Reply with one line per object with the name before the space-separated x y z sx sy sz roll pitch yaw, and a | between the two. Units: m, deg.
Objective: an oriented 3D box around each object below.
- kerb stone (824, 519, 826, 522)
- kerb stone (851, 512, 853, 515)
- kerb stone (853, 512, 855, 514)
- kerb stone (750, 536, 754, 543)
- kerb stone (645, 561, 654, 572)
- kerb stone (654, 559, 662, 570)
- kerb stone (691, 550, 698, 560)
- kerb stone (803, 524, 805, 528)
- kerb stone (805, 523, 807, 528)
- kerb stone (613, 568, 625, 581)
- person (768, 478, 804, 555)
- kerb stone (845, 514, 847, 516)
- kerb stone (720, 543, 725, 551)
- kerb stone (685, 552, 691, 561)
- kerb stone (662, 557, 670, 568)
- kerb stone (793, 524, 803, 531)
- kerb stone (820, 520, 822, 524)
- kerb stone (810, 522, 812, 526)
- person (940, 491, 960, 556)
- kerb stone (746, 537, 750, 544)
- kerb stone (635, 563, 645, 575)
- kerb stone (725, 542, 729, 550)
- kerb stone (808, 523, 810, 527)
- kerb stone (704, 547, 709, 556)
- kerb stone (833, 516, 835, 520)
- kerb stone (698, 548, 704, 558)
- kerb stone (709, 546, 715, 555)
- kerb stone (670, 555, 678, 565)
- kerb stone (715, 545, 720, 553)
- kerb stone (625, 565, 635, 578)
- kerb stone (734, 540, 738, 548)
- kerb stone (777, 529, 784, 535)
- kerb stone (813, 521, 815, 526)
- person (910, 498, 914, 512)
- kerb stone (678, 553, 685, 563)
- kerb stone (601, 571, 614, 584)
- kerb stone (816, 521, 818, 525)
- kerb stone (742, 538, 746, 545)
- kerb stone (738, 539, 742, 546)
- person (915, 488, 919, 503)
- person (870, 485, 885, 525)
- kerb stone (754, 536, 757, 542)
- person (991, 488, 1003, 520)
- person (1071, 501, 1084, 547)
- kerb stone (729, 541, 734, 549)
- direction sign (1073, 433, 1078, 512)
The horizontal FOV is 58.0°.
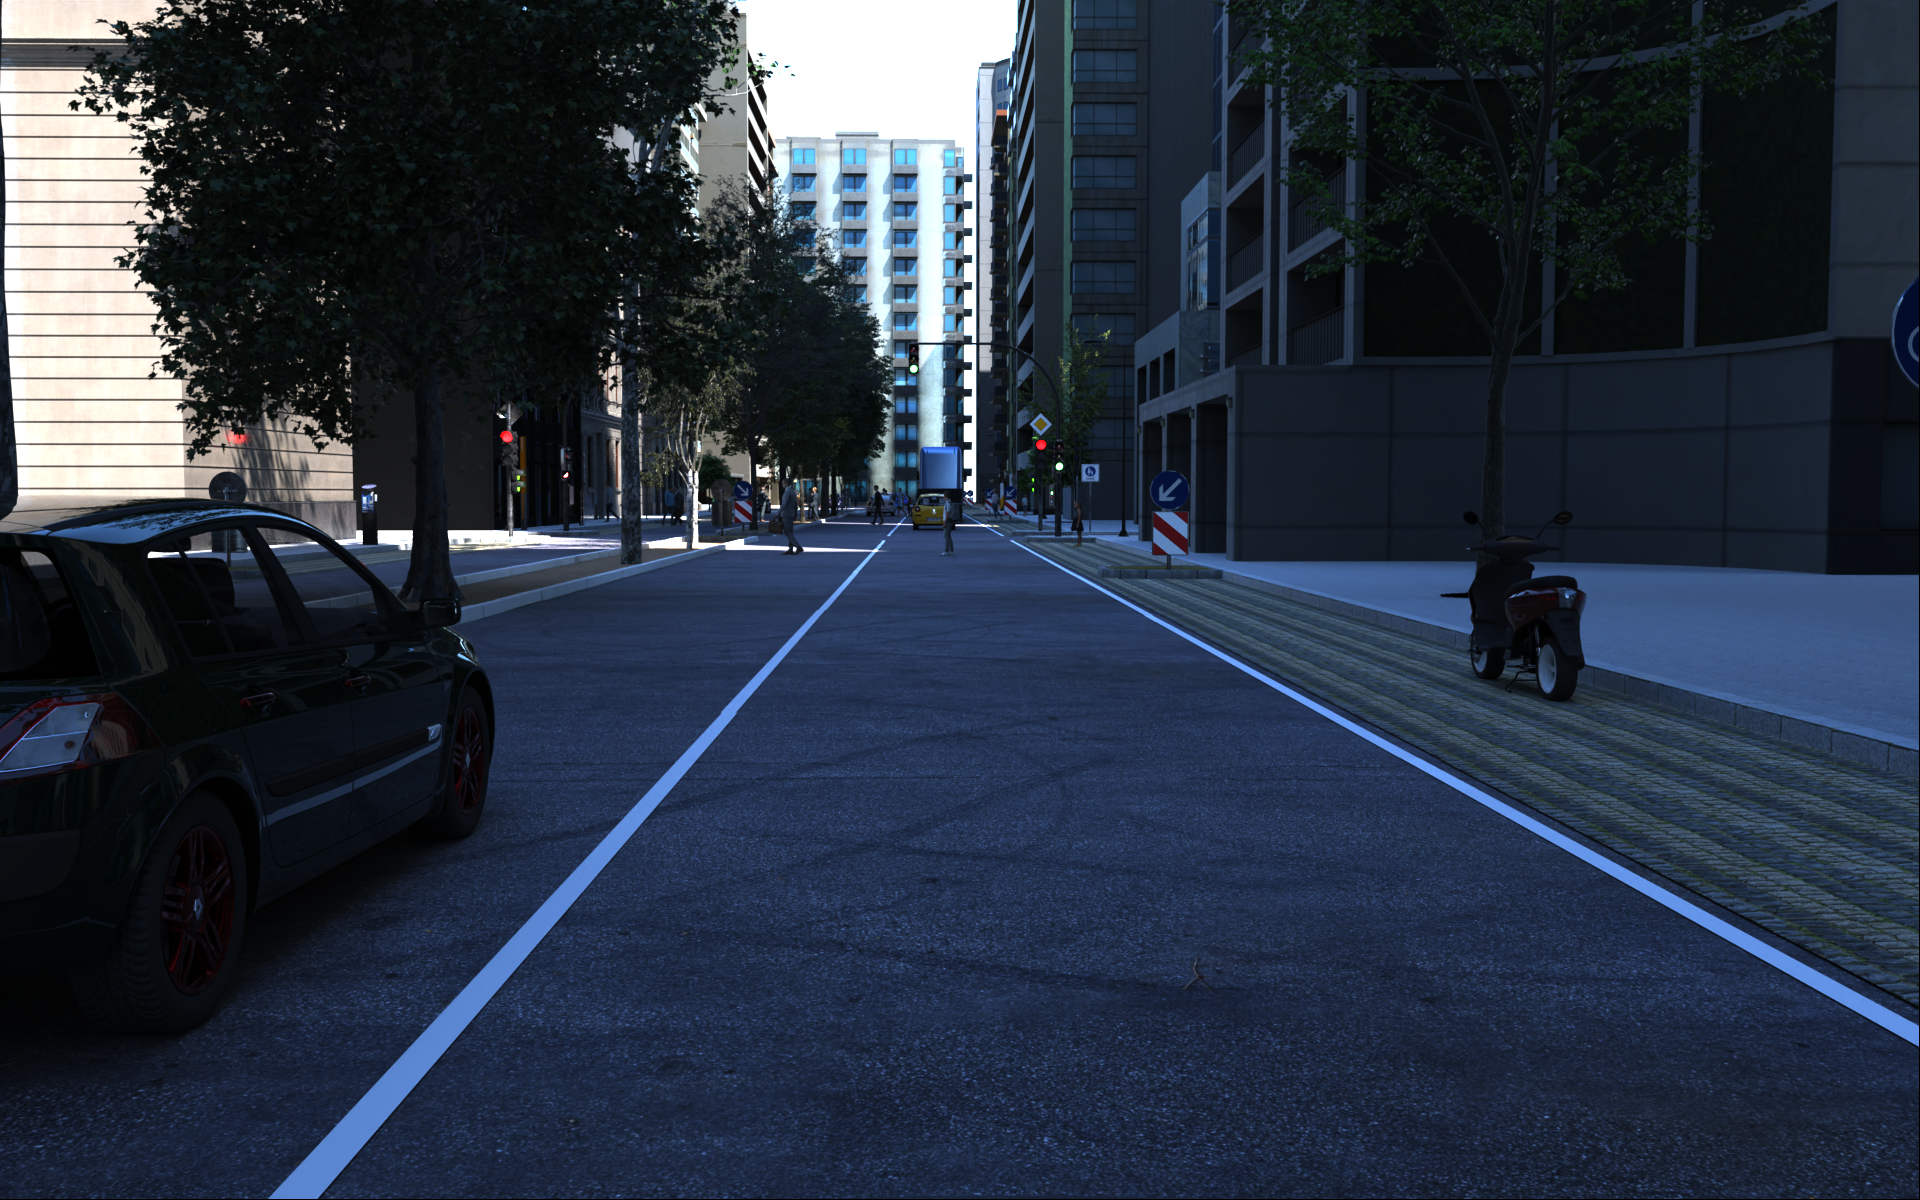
kerb stone | -6.863 -3.882 85.660 0.120 0.150 1.000 0 4 -1
kerb stone | -7.465 -5.761 116.395 0.120 0.150 1.000 0 4 -1
kerb stone | -7.515 -5.949 119.465 0.120 0.150 1.000 0 4 -1
kerb stone | -6.176 -1.720 50.309 0.120 0.150 1.000 0 4 -1
kerb stone | -5.822 -0.588 31.866 0.120 0.150 1.000 0 4 -1
kerb stone | -5.840 -0.651 32.887 0.120 0.150 1.000 0 4 -1
kerb stone | -5.937 -0.963 38.006 0.120 0.150 1.000 0 4 -1
kerb stone | -6.586 -3.004 71.311 0.120 0.150 1.000 0 4 -1
kerb stone | -6.601 -3.067 72.347 0.120 0.150 1.000 0 4 -1
kerb stone | -5.767 -0.399 28.791 0.120 0.150 1.000 0 4 -1
person | -4.080 -1.979 40.980 0.853 1.813 0.709 1 4 9
kerb stone | -7.302 -5.260 108.193 0.120 0.150 1.000 0 4 -1
kerb stone | -6.037 -1.278 43.136 0.120 0.150 1.000 0 4 -1
kerb stone | -5.922 -0.904 36.984 0.120 0.150 1.000 0 4 -1
kerb stone | -5.856 -0.717 33.912 0.120 0.150 1.000 0 4 -1
kerb stone | -6.562 -2.939 70.274 0.120 0.150 1.000 0 4 -1
kerb stone | -6.803 -3.690 82.591 0.120 0.150 1.000 0 4 -1
kerb stone | -6.660 -3.255 75.416 0.120 0.150 1.000 0 4 -1
person | -0.278 -1.791 40.373 0.523 1.515 0.503 -1 4 -20
kerb stone | -6.164 -1.656 49.279 0.120 0.150 1.000 0 4 -1
kerb stone | -5.800 -0.527 30.844 0.120 0.150 1.000 0 4 -1
kerb stone | -6.060 -1.337 44.158 0.120 0.150 1.000 0 4 -1
kerb stone | -6.647 -3.192 74.394 0.120 0.150 1.000 0 4 -1
kerb stone | -5.978 -1.092 40.051 0.120 0.150 1.000 0 4 -1
kerb stone | -7.020 -4.382 93.849 0.120 0.150 1.000 0 4 -1
kerb stone | -5.956 -1.029 39.028 0.120 0.150 1.000 0 4 -1
kerb stone | -5.997 -1.154 41.078 0.120 0.150 1.000 0 4 -1
kerb stone | -5.879 -0.779 34.933 0.120 0.150 1.000 0 4 -1
kerb stone | -6.020 -1.218 42.105 0.120 0.150 1.000 0 4 -1
kerb stone | -5.781 -0.466 29.820 0.120 0.150 1.000 0 4 -1
kerb stone | -6.092 -1.468 46.201 0.120 0.150 1.000 0 4 -1
kerb stone | -6.410 -2.439 62.071 0.120 0.150 1.000 0 4 -1
kerb stone | -6.705 -3.378 77.469 0.120 0.150 1.000 0 4 -1
person | -3.584 -7.220 132.050 1.012 1.151 0.738 -1 4 -15
kerb stone | -5.901 -0.842 35.956 0.120 0.150 1.000 0 4 -1
kerb stone | -5.739 -0.341 27.770 0.120 0.150 1.000 0 4 -1
kerb stone | -6.742 -3.506 79.524 0.120 0.150 1.000 0 4 -1
kerb stone | -6.141 -1.594 48.252 0.120 0.150 1.000 0 4 -1
kerb stone | -6.117 -1.531 47.231 0.120 0.150 1.000 0 4 -1
person | -3.082 -7.237 126.635 0.655 1.846 0.447 -3 5 -43
person | -3.920 -4.477 81.475 0.755 1.850 0.659 -1 4 -10
kerb stone | -6.199 -1.778 51.338 0.120 0.150 1.000 0 4 -1
person | 2.061 -5.225 94.601 0.598 1.740 0.731 1 4 23
person | 3.168 -2.059 46.838 0.373 1.253 0.362 0 4 -7
kerb stone | -6.079 -1.406 45.179 0.120 0.150 1.000 0 4 -1
direction sign | 4.311 -4.440 64.585 0.379 3.537 0.876 0 4 -5
